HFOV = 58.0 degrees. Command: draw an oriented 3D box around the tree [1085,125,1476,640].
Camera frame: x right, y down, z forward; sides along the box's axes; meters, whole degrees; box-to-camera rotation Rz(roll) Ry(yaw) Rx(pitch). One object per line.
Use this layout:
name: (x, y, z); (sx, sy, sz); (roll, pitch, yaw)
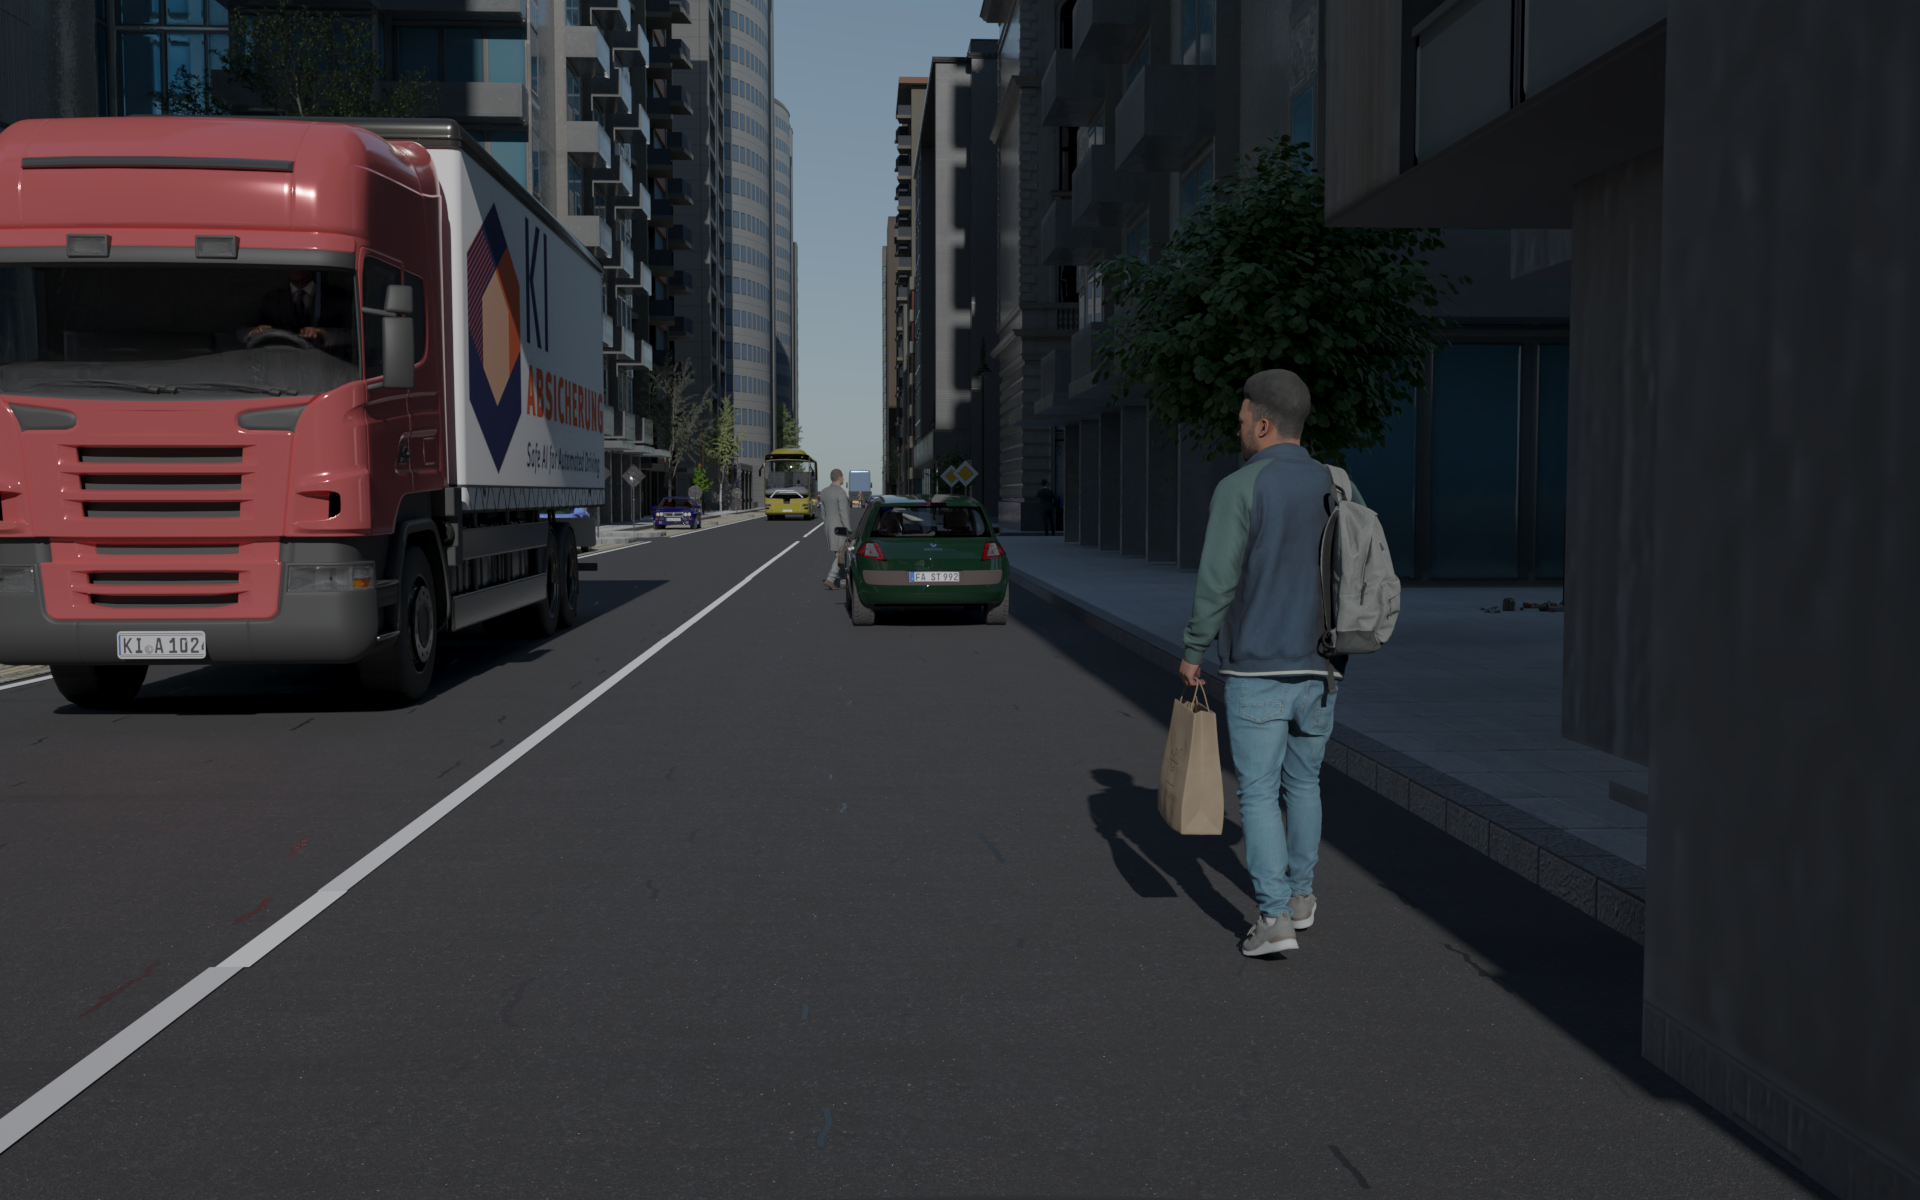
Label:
tree: (2.901, -1.944, 15.504); (4.285, 4.588, 4.351); (0, 3, 0)

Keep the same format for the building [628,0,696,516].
building: (-28.585, -27.777, 108.778); (22.147, 44.769, 28.867); (0, 4, -3)

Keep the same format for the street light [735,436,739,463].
street light: (-17.390, -9.942, 135.343); (0.468, 5.910, 1.993); (0, 4, -3)

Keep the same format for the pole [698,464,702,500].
pole: (-17.559, -7.526, 116.887); (0.158, 3.312, 0.155); (0, 3, 0)

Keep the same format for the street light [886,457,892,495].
street light: (-8.409, -14.514, 210.097); (0.468, 5.910, 1.993); (0, 4, -3)

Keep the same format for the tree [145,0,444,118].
tree: (-12.494, -5.996, 32.444); (8.767, 10.594, 7.601); (1, 4, 15)

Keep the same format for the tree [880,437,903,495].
tree: (-8.013, -16.541, 220.802); (4.360, 8.622, 3.978); (0, 3, 0)

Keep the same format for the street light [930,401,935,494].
street light: (-1.276, -6.908, 85.728); (0.468, 5.910, 1.993); (0, 4, -3)

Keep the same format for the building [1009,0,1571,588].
building: (13.591, -25.439, 35.541); (23.786, 49.044, 30.456); (0, 4, -3)

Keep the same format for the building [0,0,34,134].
building: (-37.571, -27.112, 32.527); (27.495, 52.752, 28.713); (0, 4, -3)

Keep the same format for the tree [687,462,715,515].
tree: (-15.648, -6.739, 104.792); (1.663, 3.219, 1.824); (0, 3, 0)

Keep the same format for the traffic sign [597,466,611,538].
traffic sign: (-10.566, -2.868, 50.537); (0.795, 2.450, 0.064); (0, 4, -3)

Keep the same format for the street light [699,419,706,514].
street light: (-15.850, -8.200, 106.854); (0.468, 5.910, 1.993); (0, 4, -3)

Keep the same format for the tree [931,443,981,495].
tree: (-0.039, -4.342, 65.587); (1.663, 3.219, 1.824); (0, 3, 0)

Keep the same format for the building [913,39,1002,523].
building: (5.133, -16.563, 89.872); (14.314, 24.678, 30.058); (0, 4, -3)

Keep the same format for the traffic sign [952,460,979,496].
traffic sign: (0.163, -2.904, 51.125); (0.795, 2.450, 0.064); (0, 4, -3)

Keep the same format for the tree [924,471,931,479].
tree: (-0.466, -4.791, 72.935); (1.663, 3.219, 1.824); (0, 3, 0)

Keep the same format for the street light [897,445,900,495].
street light: (-5.720, -11.553, 161.676); (0.468, 5.910, 1.993); (0, 4, -3)

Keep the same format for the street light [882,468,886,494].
street light: (-10.371, -16.572, 243.732); (0.468, 5.910, 1.993); (0, 4, -3)

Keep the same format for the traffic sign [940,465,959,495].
traffic sign: (-0.291, -3.392, 59.097); (0.795, 2.450, 0.064); (0, 4, -3)

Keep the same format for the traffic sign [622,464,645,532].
traffic sign: (-11.019, -3.356, 58.509); (0.795, 2.450, 0.064); (0, 4, -3)

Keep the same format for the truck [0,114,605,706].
truck: (-5.103, -1.607, 15.183); (2.839, 4.237, 11.283); (0, 4, -4)

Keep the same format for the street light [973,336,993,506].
street light: (0.671, -4.764, 50.685); (0.468, 5.910, 1.993); (0, 4, -3)

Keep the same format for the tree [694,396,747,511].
tree: (-17.778, -10.885, 128.325); (4.737, 8.622, 4.395); (0, 3, 0)

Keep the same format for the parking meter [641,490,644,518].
parking meter: (-17.103, -5.148, 92.575); (0.372, 1.533, 0.369); (0, 3, 0)

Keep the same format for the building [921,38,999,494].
building: (3.166, -20.920, 119.529); (11.434, 29.767, 29.804); (0, 4, -3)

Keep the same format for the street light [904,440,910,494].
street light: (-4.089, -9.845, 133.761); (0.468, 5.910, 1.993); (0, 4, -3)

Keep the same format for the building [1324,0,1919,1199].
building: (8.649, -19.672, 5.236); (14.154, 41.232, 14.086); (0, 4, -3)

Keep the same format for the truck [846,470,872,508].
truck: (-10.700, -12.101, 187.609); (2.967, 4.110, 18.799); (0, 4, -5)

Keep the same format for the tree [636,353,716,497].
tree: (-15.099, -8.615, 91.219); (4.360, 8.622, 3.978); (0, 3, 0)

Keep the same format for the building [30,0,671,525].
building: (-25.014, -27.620, 71.198); (23.786, 49.044, 30.456); (0, 4, -3)

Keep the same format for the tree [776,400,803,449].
tree: (-22.576, -17.827, 209.592); (7.486, 12.596, 7.792); (0, 3, 0)
